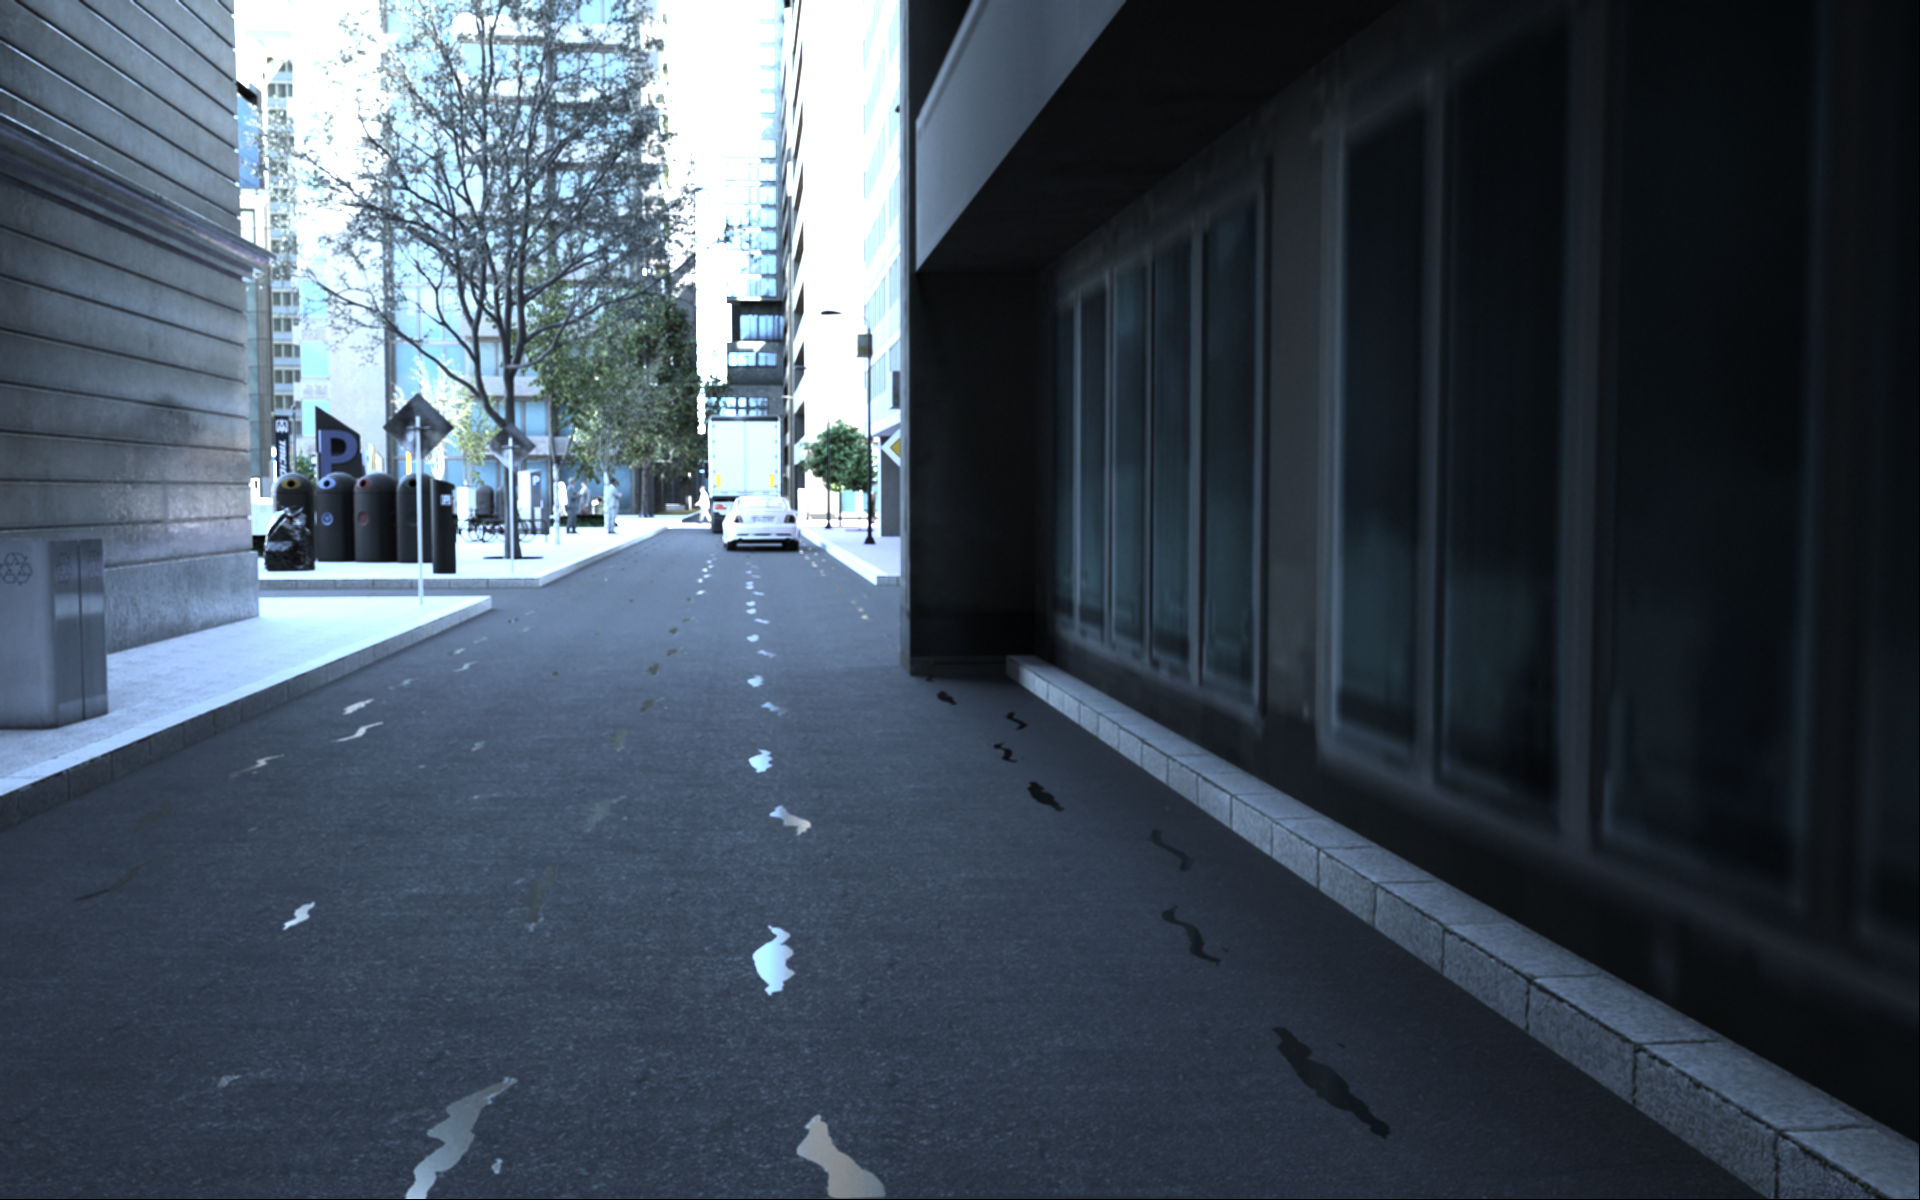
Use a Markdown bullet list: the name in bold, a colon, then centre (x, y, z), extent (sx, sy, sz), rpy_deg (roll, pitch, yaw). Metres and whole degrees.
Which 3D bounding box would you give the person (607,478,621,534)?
- **person**: centre (-11.006, -2.999, 55.256), extent (0.511, 1.800, 0.466), rpy_deg (3, 5, 43)

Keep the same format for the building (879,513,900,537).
- **building**: centre (9.803, -21.504, 43.471), extent (23.993, 40.220, 32.217), rpy_deg (0, 4, -7)

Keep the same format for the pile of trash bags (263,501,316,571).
- **pile of trash bags**: centre (-12.621, -1.196, 29.302), extent (3.447, 1.369, 1.912), rpy_deg (0, 4, -7)

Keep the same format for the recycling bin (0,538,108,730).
- **recycling bin**: centre (-5.314, 0.172, 9.746), extent (0.722, 1.027, 0.722), rpy_deg (0, 4, -3)

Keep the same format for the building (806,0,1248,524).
- **building**: centre (1.901, -28.720, 93.266), extent (21.300, 48.544, 21.600), rpy_deg (0, 4, -7)

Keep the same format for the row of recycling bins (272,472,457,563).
- **row of recycling bins**: centre (-11.435, -1.571, 32.801), extent (3.534, 1.692, 1.069), rpy_deg (1, 4, 16)

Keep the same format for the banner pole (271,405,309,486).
- **banner pole**: centre (-18.906, -3.591, 48.726), extent (0.401, 3.779, 0.863), rpy_deg (2, 4, 33)

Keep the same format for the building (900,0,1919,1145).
- **building**: centre (11.365, -23.256, 3.946), extent (21.300, 48.544, 21.600), rpy_deg (0, 4, -7)

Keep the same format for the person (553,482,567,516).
- **person**: centre (-17.517, -4.276, 76.135), extent (0.728, 1.800, 0.709), rpy_deg (1, 4, 14)

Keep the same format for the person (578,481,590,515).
- **person**: centre (-15.830, -4.100, 73.041), extent (0.622, 1.834, 0.822), rpy_deg (2, 4, 29)

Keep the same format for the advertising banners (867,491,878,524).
- **advertising banners**: centre (-3.255, -4.687, 72.819), extent (0.090, 3.025, 2.074), rpy_deg (-3, 5, -40)

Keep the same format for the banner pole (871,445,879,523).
- **banner pole**: centre (-3.701, -5.355, 77.575), extent (0.863, 3.779, 0.401), rpy_deg (2, 4, 33)

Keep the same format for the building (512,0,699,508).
- **building**: centre (-39.407, -38.111, 165.121), extent (28.212, 58.520, 21.231), rpy_deg (0, 4, -7)

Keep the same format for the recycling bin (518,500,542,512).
- **recycling bin**: centre (-17.580, -3.565, 70.836), extent (0.722, 1.027, 0.722), rpy_deg (2, 4, 33)

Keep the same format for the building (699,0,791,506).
- **building**: centre (-14.867, -54.006, 195.662), extent (31.000, 86.520, 22.319), rpy_deg (0, 4, -7)

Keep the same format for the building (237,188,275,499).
- **building**: centre (-61.096, -24.129, 166.206), extent (14.107, 30.474, 14.160), rpy_deg (0, 4, -7)

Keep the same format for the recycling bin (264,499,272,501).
- **recycling bin**: centre (-35.134, -4.681, 89.090), extent (0.722, 1.027, 0.722), rpy_deg (1, 4, 19)

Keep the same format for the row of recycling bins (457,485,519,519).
- **row of recycling bins**: centre (-20.579, -4.266, 76.868), extent (3.534, 1.692, 1.069), rpy_deg (0, 4, -6)

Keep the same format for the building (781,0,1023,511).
- **building**: centre (-6.360, -33.351, 168.985), extent (21.300, 48.544, 21.600), rpy_deg (0, 4, -7)

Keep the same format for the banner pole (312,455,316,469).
- **banner pole**: centre (-36.173, -6.536, 96.874), extent (0.863, 3.779, 0.401), rpy_deg (-2, 4, -32)

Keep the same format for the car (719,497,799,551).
- **car**: centre (-5.248, -2.022, 45.430), extent (2.083, 1.381, 4.827), rpy_deg (-1, 4, -9)

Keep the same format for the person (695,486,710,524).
- **person**: centre (-12.205, -4.512, 82.538), extent (0.850, 1.792, 0.678), rpy_deg (0, 4, 5)

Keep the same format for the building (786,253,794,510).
- **building**: centre (2.143, -16.853, 120.592), extent (27.650, 21.520, 28.899), rpy_deg (0, 4, -7)

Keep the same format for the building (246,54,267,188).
- **building**: centre (-90.396, -36.817, 191.195), extent (27.495, 52.752, 28.713), rpy_deg (0, 4, -7)

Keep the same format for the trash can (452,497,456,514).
- **trash can**: centre (-23.452, -4.134, 79.237), extent (0.748, 1.137, 0.748), rpy_deg (0, 3, 0)

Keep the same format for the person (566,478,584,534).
- **person**: centre (-12.315, -3.004, 55.335), extent (0.590, 1.801, 0.661), rpy_deg (-1, 4, -18)

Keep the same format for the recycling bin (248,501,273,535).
- **recycling bin**: centre (-18.758, -2.063, 46.277), extent (0.722, 1.027, 0.722), rpy_deg (-1, 4, -16)

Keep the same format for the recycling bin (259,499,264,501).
- **recycling bin**: centre (-37.957, -4.988, 94.110), extent (0.722, 1.027, 0.722), rpy_deg (-2, 4, -25)

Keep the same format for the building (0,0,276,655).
- **building**: centre (-23.516, -11.691, 10.238), extent (34.723, 24.649, 14.460), rpy_deg (0, 4, -7)

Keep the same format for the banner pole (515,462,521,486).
- **banner pole**: centre (-17.642, -4.822, 68.856), extent (0.401, 3.779, 0.863), rpy_deg (2, 4, 33)

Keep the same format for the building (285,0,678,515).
- **building**: centre (-30.863, -30.331, 115.520), extent (23.786, 49.044, 30.456), rpy_deg (0, 4, -7)

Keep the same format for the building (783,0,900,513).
- **building**: centre (1.200, -27.806, 146.505), extent (32.217, 40.220, 23.993), rpy_deg (0, 4, -7)

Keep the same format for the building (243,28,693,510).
- **building**: centre (-38.594, -27.543, 142.211), extent (32.217, 40.220, 23.993), rpy_deg (0, 4, -7)

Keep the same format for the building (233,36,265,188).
- **building**: centre (-75.239, -31.479, 164.791), extent (14.200, 45.320, 14.600), rpy_deg (0, 4, -7)
